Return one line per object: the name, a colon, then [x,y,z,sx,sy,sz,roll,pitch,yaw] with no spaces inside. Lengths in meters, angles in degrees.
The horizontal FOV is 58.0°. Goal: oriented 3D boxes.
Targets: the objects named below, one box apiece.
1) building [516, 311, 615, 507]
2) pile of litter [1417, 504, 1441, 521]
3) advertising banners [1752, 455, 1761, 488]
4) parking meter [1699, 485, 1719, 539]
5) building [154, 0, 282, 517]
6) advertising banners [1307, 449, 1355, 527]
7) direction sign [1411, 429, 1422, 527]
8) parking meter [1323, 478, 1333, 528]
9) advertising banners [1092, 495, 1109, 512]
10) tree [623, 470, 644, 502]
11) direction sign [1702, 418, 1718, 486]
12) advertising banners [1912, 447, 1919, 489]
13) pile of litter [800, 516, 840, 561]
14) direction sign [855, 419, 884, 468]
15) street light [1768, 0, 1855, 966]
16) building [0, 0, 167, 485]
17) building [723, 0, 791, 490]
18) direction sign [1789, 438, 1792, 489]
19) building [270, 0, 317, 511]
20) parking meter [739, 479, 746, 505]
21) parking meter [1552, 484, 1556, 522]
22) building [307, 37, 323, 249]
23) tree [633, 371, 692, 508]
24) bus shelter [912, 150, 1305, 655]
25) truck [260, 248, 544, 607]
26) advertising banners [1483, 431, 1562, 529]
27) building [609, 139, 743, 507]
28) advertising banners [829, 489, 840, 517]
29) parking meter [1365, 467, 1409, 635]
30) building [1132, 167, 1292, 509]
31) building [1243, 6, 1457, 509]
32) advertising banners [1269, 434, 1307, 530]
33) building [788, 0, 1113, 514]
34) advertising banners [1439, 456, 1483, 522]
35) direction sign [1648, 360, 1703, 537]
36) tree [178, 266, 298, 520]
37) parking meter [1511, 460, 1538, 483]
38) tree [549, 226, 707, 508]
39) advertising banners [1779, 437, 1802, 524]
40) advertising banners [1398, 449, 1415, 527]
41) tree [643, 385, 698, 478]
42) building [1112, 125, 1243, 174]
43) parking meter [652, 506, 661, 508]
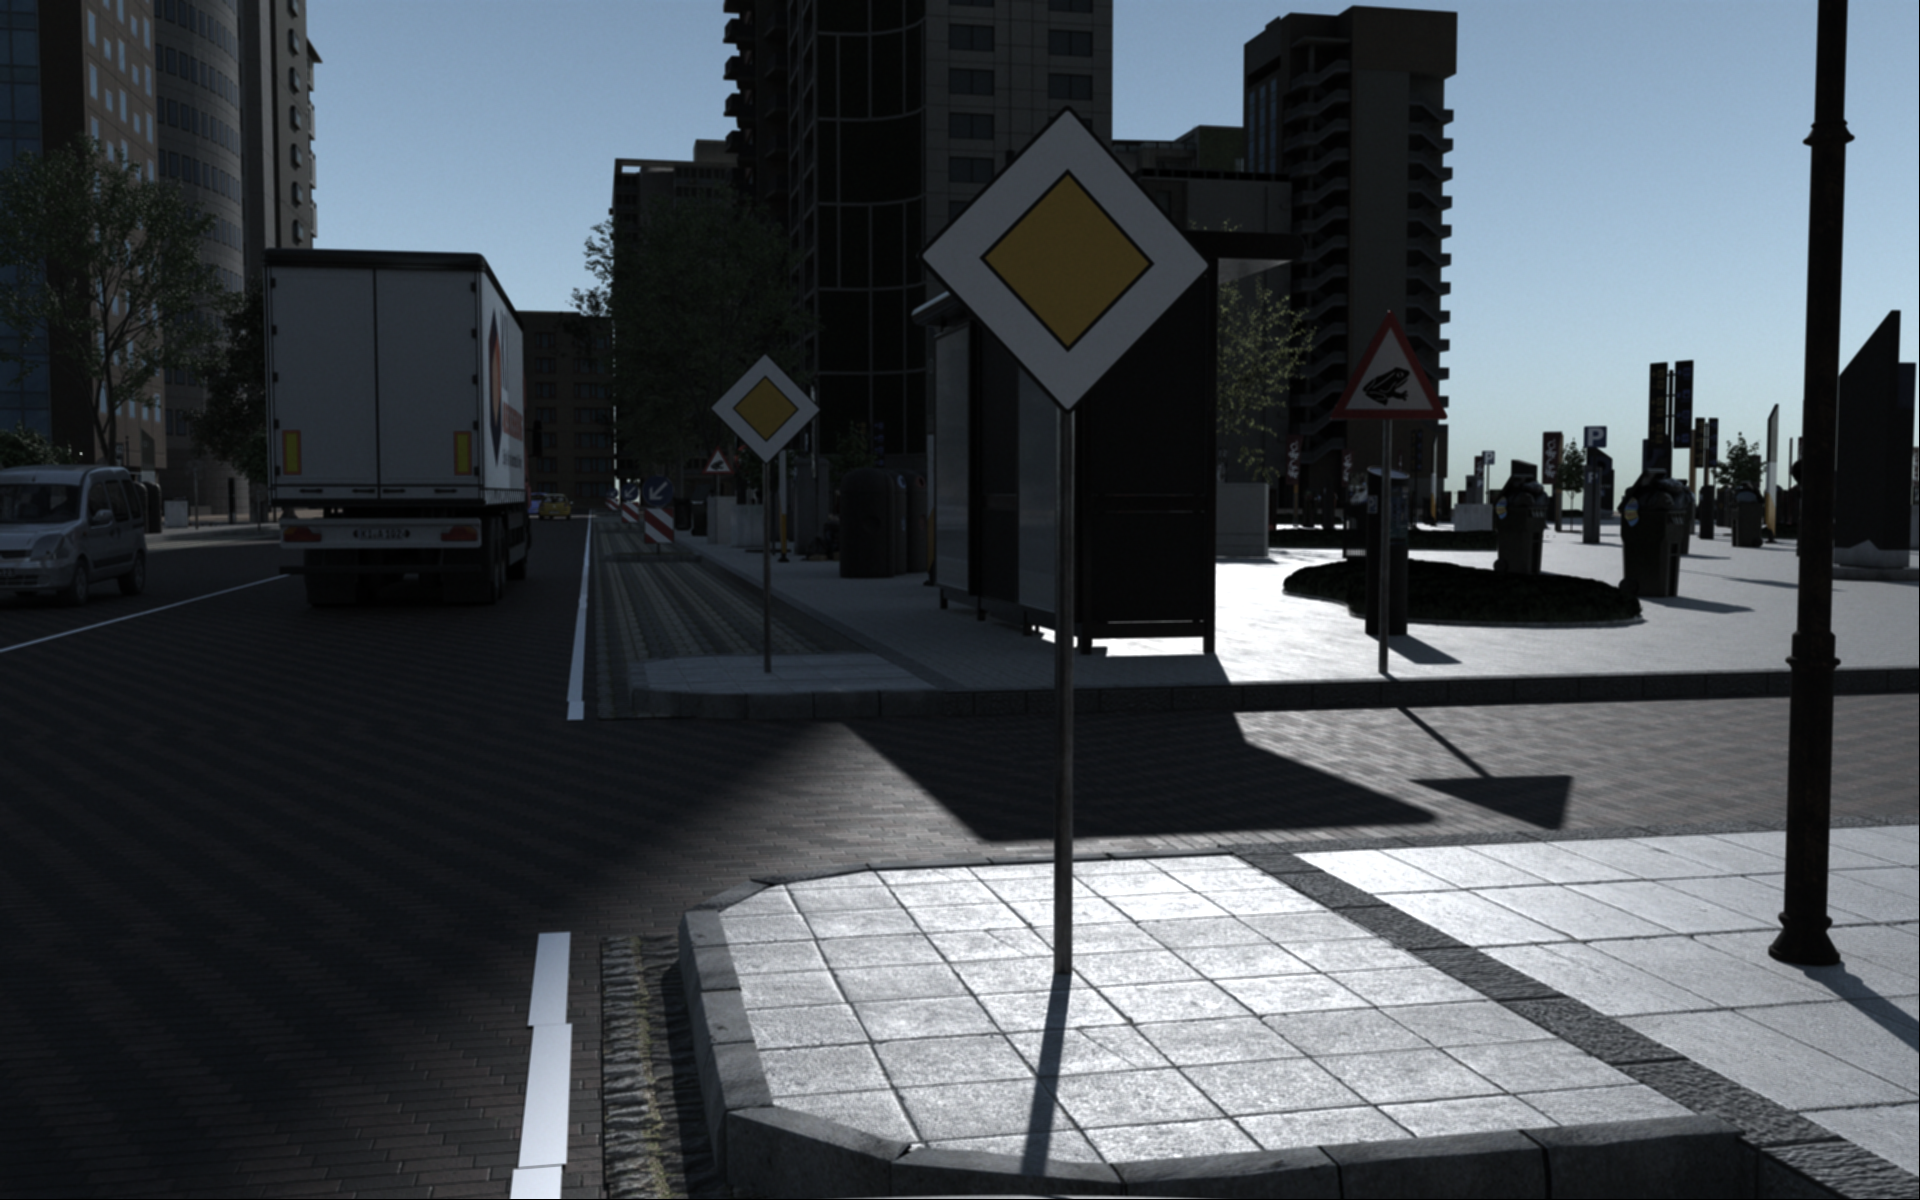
building: [-52.148,-20.883,186.471,28.899,21.520,27.650,-1,4,-12]
pile of litter: [22.384,-4.212,82.829,1.719,0.858,1.176,0,4,7]
advertising banners: [36.234,-4.958,77.254,2.074,3.025,0.090,3,5,39]
parking meter: [21.275,-2.501,49.304,0.372,1.533,0.369,0,3,0]
building: [-56.115,-34.550,106.892,21.231,58.520,28.212,-1,4,-12]
advertising banners: [14.199,-4.323,66.868,2.074,3.025,0.090,0,4,4]
direction sign: [16.003,-4.207,60.774,0.379,3.537,0.876,-1,4,-9]
parking meter: [13.586,-3.563,63.971,0.255,1.863,0.399,0,4,-7]
advertising banners: [1.787,-1.904,27.325,0.090,3.025,2.074,3,5,41]
tree: [-25.953,-8.727,137.286,1.663,3.219,1.824,0,3,0]
direction sign: [22.193,-3.643,51.567,0.876,3.537,0.379,-2,4,-24]
advertising banners: [35.981,-4.179,64.513,2.074,3.025,0.090,-2,4,-32]
pile of litter: [-2.297,-1.204,33.643,1.719,0.858,1.176,-1,4,-15]
direction sign: [-2.708,-3.681,52.184,0.876,3.537,0.379,-1,4,-14]
street light: [2.336,-1.947,4.615,0.468,5.910,1.993,-1,4,-12]
building: [-49.346,-26.699,86.640,14.600,45.320,14.200,-1,4,-12]
building: [-7.698,-29.796,141.789,22.147,44.769,28.867,-1,4,-12]
direction sign: [33.477,-4.762,69.856,0.379,3.537,0.876,1,4,22]
building: [-63.193,-31.242,134.515,21.600,48.544,21.300,-1,4,-12]
parking meter: [-8.336,-3.710,66.374,0.255,1.863,0.399,-1,4,-15]
parking meter: [27.400,-4.512,79.482,0.255,1.863,0.399,-3,5,-43]
building: [-80.030,-36.120,179.800,27.495,52.752,28.713,-1,4,-12]
tree: [-16.695,-8.954,96.763,4.737,8.622,4.395,0,3,0]
bus shelter: [0.854,-2.469,17.993,2.179,5.291,8.768,-1,4,-12]
truck: [-7.785,-2.235,25.458,2.839,4.237,11.283,-1,4,-11]
advertising banners: [15.943,-3.231,49.017,2.074,3.025,0.090,2,4,32]
building: [-26.595,-30.642,192.872,23.993,40.220,32.217,-1,4,-12]
advertising banners: [-3.702,-3.466,52.863,0.090,3.025,2.074,3,5,44]
parking meter: [3.911,-0.455,15.849,0.372,1.533,0.369,0,3,0]
building: [20.819,-23.575,157.153,14.107,30.474,14.160,-1,4,-12]
building: [34.976,-31.074,158.169,14.200,45.320,14.600,-1,4,-12]
advertising banners: [8.999,-3.333,50.678,2.074,3.025,0.090,1,4,15]
building: [-2.478,-41.504,116.846,20.563,71.187,20.611,-1,4,-12]
advertising banners: [23.175,-5.117,79.852,2.074,3.025,0.090,1,4,9]
direction sign: [12.174,-2.308,29.739,0.379,3.537,0.876,-2,4,-27]
tree: [-33.537,-10.329,85.880,9.611,12.733,9.660,0,3,0]
parking meter: [9.546,-1.444,29.318,0.255,1.863,0.399,-3,5,-42]
tree: [-23.460,-16.477,125.288,12.611,20.169,13.585,0,3,0]
advertising banners: [25.739,-3.512,53.603,0.090,3.025,2.074,1,4,8]
advertising banners: [16.995,-4.269,65.988,0.090,3.025,2.074,0,4,-3]
tree: [-18.426,-9.716,109.218,4.360,8.622,3.978,0,3,0]
building: [22.747,-31.263,194.737,14.086,41.232,14.154,-1,4,-12]
parking meter: [-13.372,-4.156,76.354,0.372,1.533,0.369,0,3,0]
